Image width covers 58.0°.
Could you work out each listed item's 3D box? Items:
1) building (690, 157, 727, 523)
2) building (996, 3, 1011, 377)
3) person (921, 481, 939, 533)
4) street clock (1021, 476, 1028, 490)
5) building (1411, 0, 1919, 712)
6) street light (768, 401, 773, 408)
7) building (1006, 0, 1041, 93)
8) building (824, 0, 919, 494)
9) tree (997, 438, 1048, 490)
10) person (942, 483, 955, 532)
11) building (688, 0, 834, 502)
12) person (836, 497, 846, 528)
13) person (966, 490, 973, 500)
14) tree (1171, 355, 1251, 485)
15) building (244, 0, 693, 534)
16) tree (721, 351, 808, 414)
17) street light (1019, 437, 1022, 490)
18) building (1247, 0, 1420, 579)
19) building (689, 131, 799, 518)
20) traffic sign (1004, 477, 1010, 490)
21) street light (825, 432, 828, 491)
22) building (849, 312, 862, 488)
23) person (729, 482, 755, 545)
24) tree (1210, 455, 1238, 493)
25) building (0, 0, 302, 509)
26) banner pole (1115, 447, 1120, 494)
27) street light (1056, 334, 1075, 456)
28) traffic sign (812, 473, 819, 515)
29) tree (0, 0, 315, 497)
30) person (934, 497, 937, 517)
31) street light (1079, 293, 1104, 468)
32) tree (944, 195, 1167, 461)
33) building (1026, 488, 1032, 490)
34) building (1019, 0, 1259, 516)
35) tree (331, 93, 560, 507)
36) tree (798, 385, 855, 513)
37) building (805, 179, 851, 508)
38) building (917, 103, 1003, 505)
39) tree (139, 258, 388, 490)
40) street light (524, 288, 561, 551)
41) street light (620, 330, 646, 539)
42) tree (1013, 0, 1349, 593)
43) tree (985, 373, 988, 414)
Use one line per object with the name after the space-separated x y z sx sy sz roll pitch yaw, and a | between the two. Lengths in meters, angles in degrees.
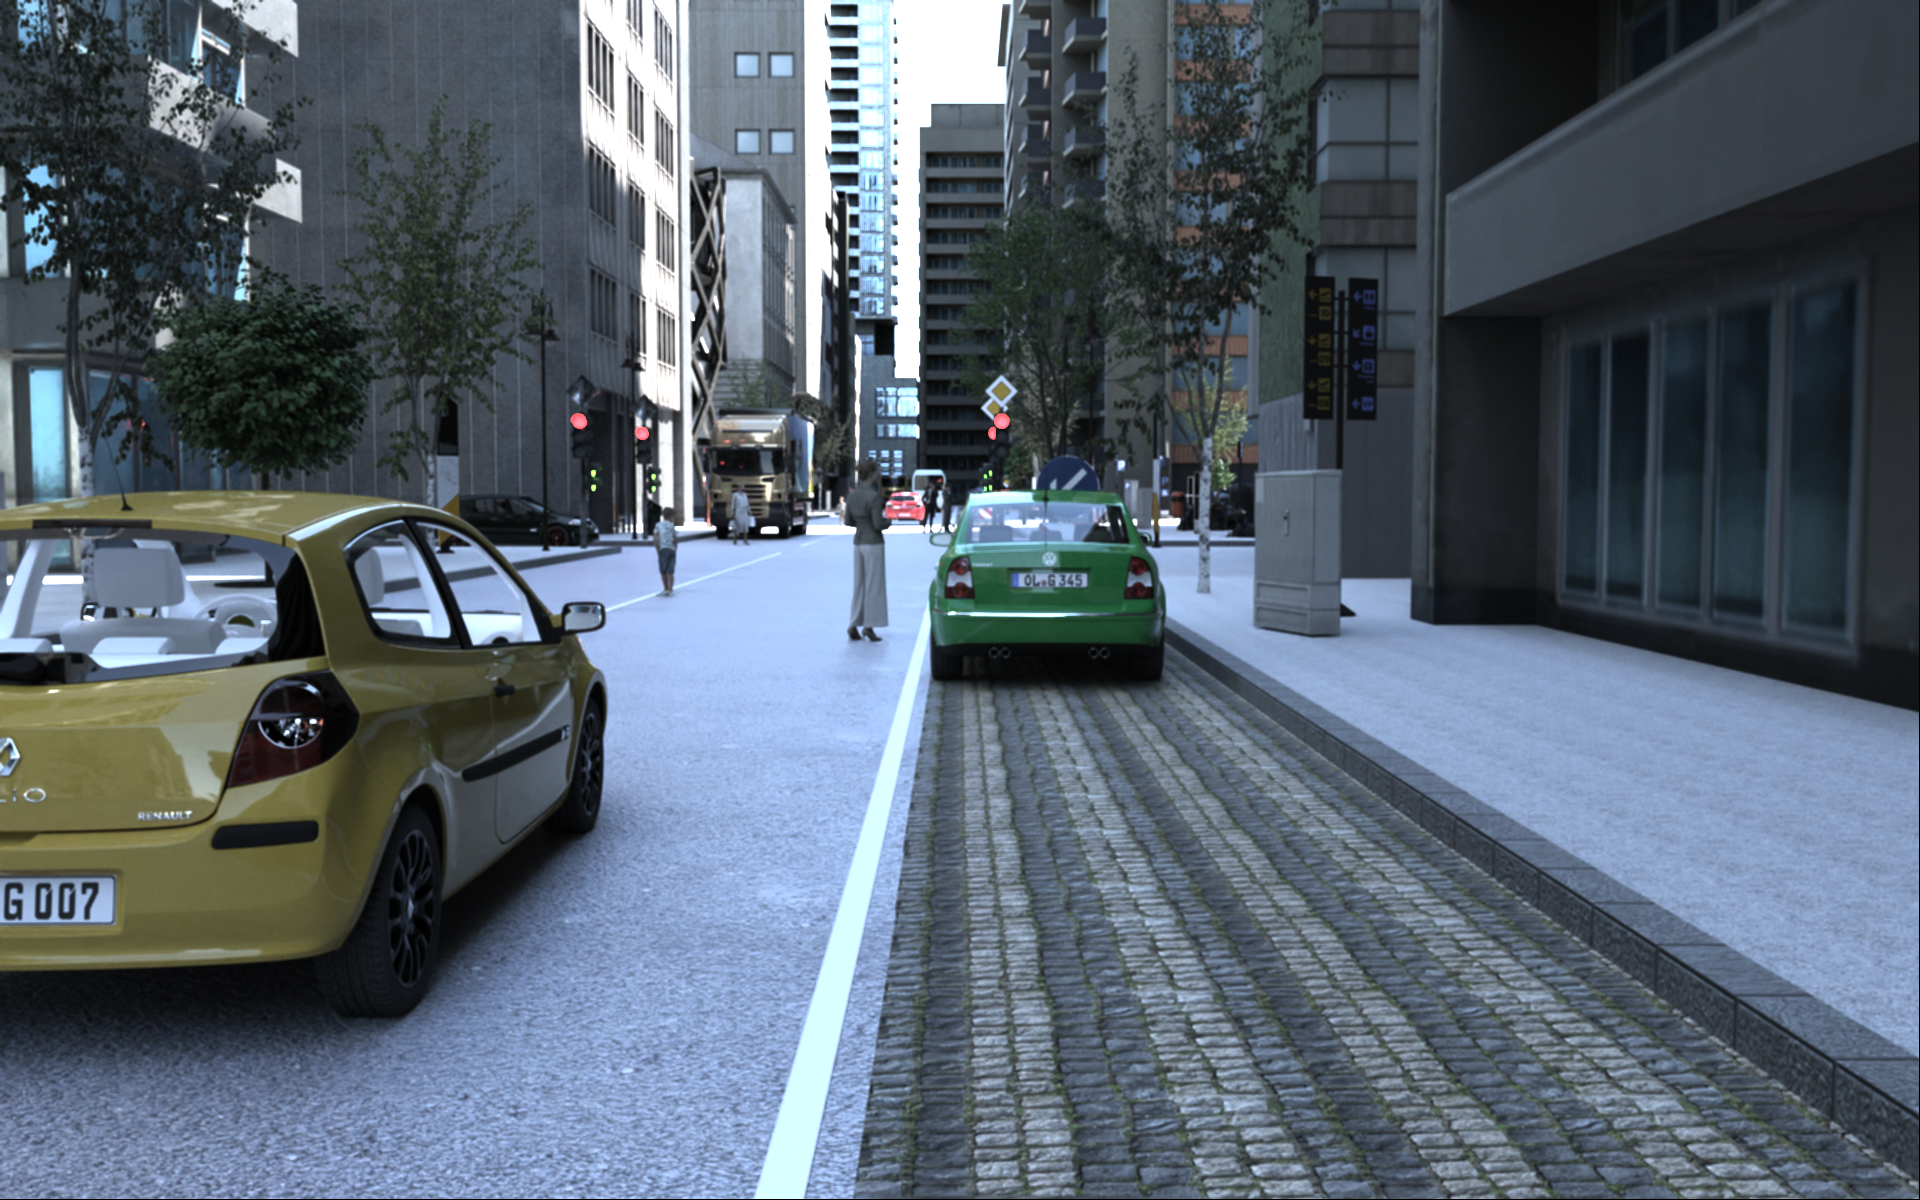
-19.130 -12.853 77.595 16.820 18.784 16.811 0 3 0 | building
18.473 -36.410 184.535 28.713 52.752 27.495 0 3 0 | building
-1.098 -3.459 64.423 0.648 1.900 0.474 -1 4 -14 | person
2.628 -4.048 70.757 0.358 2.002 0.471 1 4 13 | street clock
15.288 -23.373 5.859 21.300 48.544 21.600 0 3 0 | building
-9.371 -6.912 85.804 0.468 5.910 1.993 0 3 0 | street light
15.193 -32.811 160.162 21.300 48.544 21.600 0 3 0 | building
-20.731 -55.359 217.796 31.000 86.520 22.319 0 3 0 | building
3.683 -6.605 91.713 4.285 4.588 4.351 0 3 0 | tree
-0.401 -3.424 64.294 0.447 1.846 0.655 1 4 20 | person
-24.417 -33.491 136.813 28.713 52.752 27.495 0 3 0 | building
-5.040 -3.752 74.118 0.475 1.303 0.640 -1 4 -21 | person
0.943 -8.370 145.904 0.990 1.755 0.434 -1 4 -16 | person
13.121 -8.567 90.434 4.737 8.622 4.395 0 3 0 | tree
-16.699 -14.722 58.733 12.078 24.808 19.932 0 3 0 | building
-10.339 -8.531 89.836 4.737 8.622 4.395 0 3 0 | tree
3.032 -6.982 86.949 0.468 5.910 1.993 0 3 0 | street light
12.418 -21.302 31.876 14.154 41.232 14.086 0 3 0 | building
-15.142 -15.428 101.406 9.793 20.994 18.267 0 3 0 | building
2.668 -5.969 98.780 0.795 2.450 0.064 0 4 7 | traffic sign
-9.380 -9.155 122.474 0.468 5.910 1.993 0 3 0 | street light
-25.698 -20.811 185.306 28.899 21.520 27.650 0 3 0 | building
-6.172 -2.450 48.916 0.694 1.780 0.624 -1 4 -21 | person
12.528 -5.501 84.538 1.663 3.219 1.824 0 3 0 | tree
-27.990 -24.888 26.527 30.456 49.044 23.786 0 3 0 | building
8.403 -6.265 92.448 0.401 3.779 0.863 -1 4 -10 | banner pole
3.057 -4.744 50.357 0.468 5.910 1.993 0 3 0 | street light
-8.988 -6.446 105.504 0.768 2.556 0.104 0 4 1 | traffic sign
-9.539 -4.214 19.263 4.360 8.622 3.978 0 3 0 | tree
-1.748 -6.058 107.722 0.661 1.801 0.590 3 5 40 | person
3.029 -4.109 39.964 0.468 5.910 1.993 0 3 0 | street light
3.280 -8.162 59.205 9.928 11.665 9.643 0 3 0 | tree
21.157 -27.237 137.206 32.217 40.220 23.993 0 3 0 | building
14.958 -27.772 108.691 22.147 44.769 28.867 0 3 0 | building
-9.968 -5.047 32.875 4.737 8.622 4.395 0 3 0 | tree
-9.200 -10.168 116.602 4.360 8.622 3.978 0 3 0 | tree
-17.478 -23.643 158.256 14.160 30.474 14.107 0 3 0 | building
5.569 -36.348 217.987 21.600 48.544 21.300 0 3 0 | building
-9.705 -2.487 24.369 4.285 4.588 4.351 0 3 0 | tree
-9.371 -4.051 39.016 0.468 5.910 1.993 0 3 0 | street light
-9.228 -4.659 48.961 0.468 5.910 1.993 0 3 0 | street light
3.068 -4.410 22.468 4.360 8.622 3.978 0 3 0 | tree
3.114 -7.128 66.911 4.360 8.622 3.978 0 3 0 | tree
